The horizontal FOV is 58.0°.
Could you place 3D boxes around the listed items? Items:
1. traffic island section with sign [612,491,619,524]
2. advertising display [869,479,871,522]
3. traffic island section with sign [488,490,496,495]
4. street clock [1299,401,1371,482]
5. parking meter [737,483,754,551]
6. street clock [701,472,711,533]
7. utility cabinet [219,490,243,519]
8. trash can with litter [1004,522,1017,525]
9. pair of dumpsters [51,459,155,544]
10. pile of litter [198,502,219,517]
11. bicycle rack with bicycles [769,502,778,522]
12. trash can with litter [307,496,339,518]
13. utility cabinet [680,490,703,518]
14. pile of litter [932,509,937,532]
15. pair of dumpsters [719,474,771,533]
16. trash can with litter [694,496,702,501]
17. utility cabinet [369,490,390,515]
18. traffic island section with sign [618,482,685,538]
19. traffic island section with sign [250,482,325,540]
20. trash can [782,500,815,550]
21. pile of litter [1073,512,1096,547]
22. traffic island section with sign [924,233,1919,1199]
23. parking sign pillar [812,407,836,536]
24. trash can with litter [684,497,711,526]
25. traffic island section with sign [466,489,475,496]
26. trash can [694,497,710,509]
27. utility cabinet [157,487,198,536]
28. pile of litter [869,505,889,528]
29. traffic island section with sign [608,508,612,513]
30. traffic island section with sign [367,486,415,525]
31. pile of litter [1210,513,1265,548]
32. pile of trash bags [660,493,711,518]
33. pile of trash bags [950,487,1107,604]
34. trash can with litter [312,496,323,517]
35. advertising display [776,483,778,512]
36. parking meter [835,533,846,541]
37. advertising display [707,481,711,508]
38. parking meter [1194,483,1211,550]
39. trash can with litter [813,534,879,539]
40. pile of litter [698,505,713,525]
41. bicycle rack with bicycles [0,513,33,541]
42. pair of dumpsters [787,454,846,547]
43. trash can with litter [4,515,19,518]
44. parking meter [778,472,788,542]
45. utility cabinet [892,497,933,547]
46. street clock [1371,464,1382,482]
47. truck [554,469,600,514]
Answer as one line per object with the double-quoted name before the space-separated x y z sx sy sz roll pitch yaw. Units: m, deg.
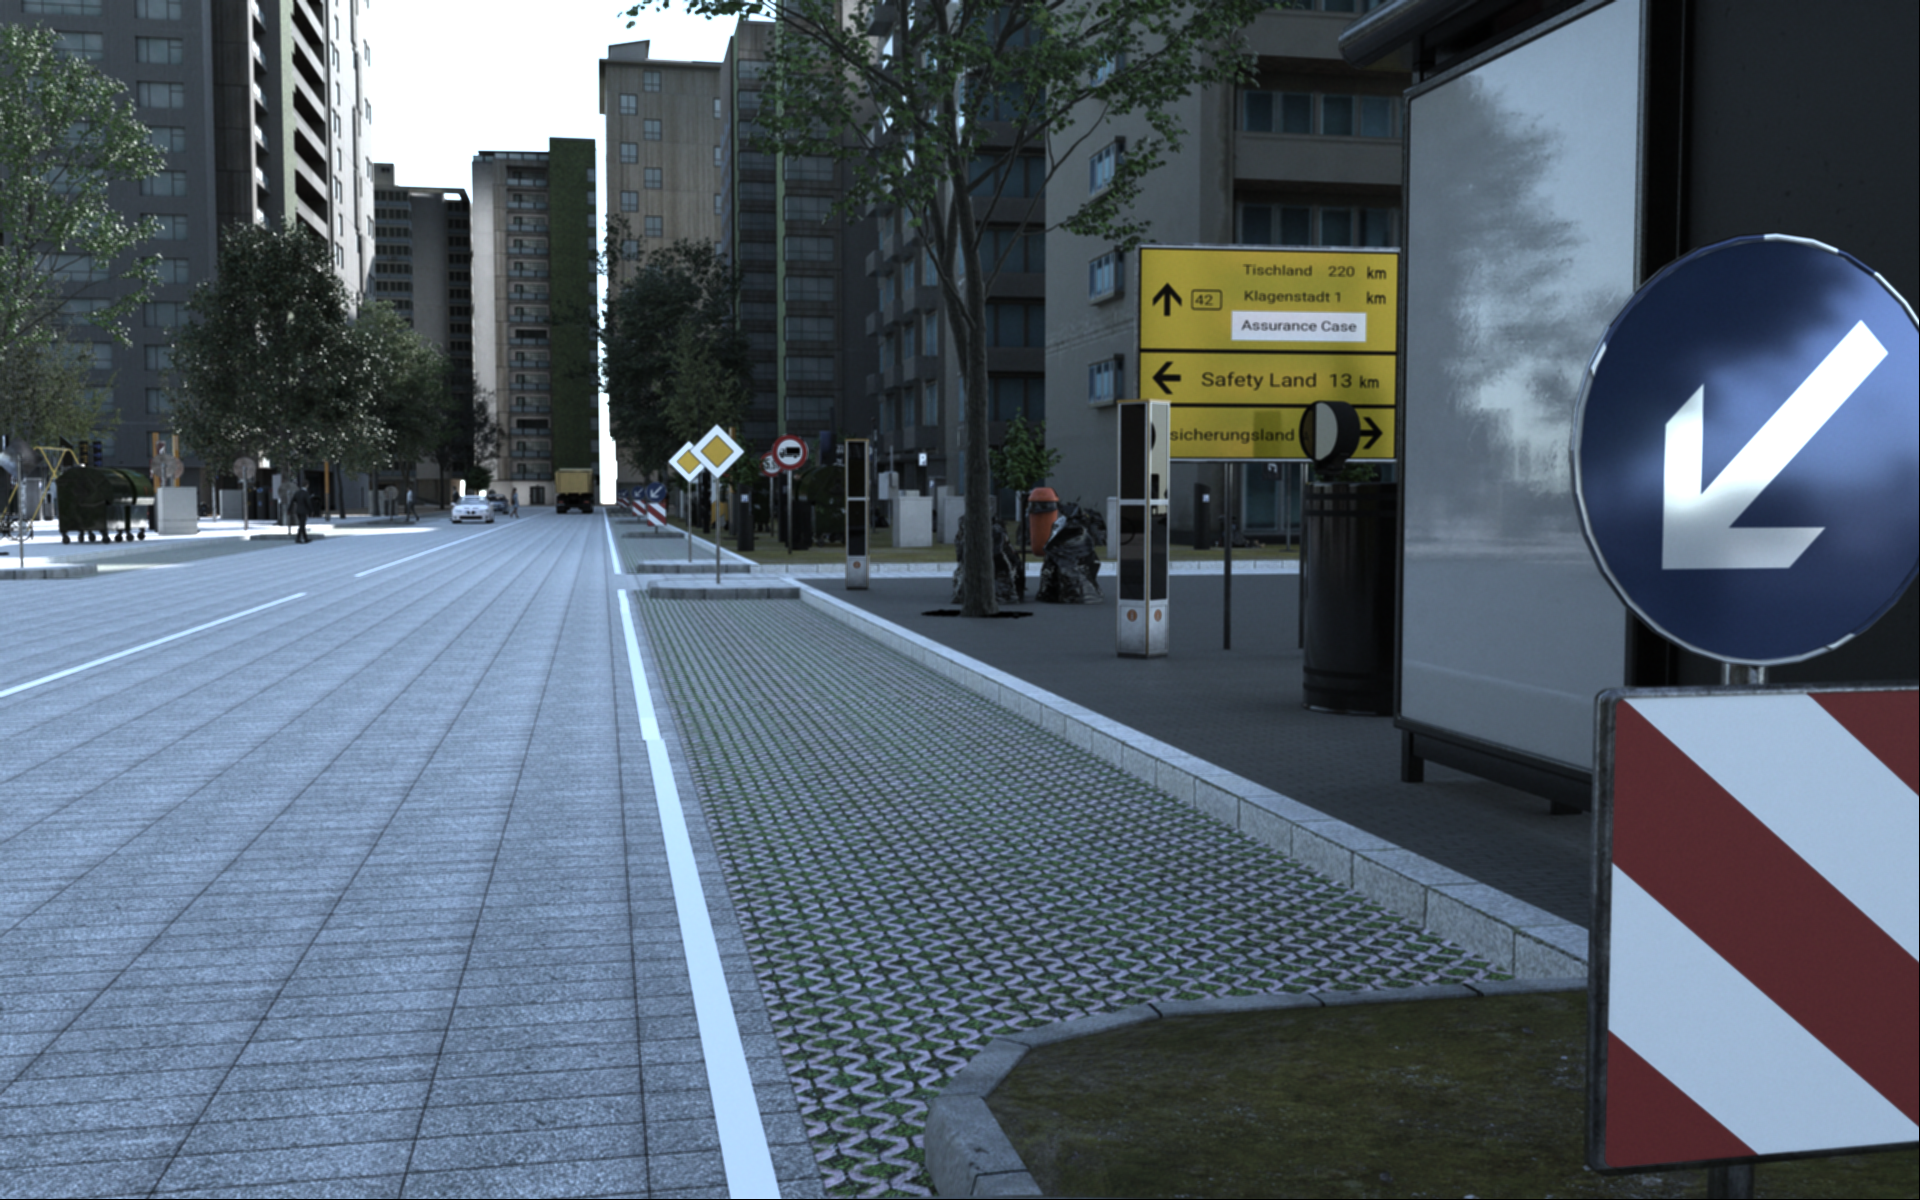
"traffic island section with sign" -15.560 -4.563 83.230 1.989 1.847 2.006 -1 4 -12
"advertising display" -3.862 -4.169 73.370 0.123 1.923 0.974 0 4 1
"traffic island section with sign" -42.481 -9.104 157.485 1.989 1.847 2.006 -1 4 -12
"street clock" 2.877 -0.548 13.531 0.358 2.002 0.471 -2 4 -28
"parking meter" -4.827 -1.870 38.984 0.372 1.533 0.369 0 3 0
"street clock" -8.258 -3.169 56.378 0.358 2.002 0.471 0 4 -1
"utility cabinet" -36.801 -4.826 87.585 0.318 1.500 1.173 3 5 43
"trash can with litter" 1.238 -3.705 71.634 2.233 1.210 1.678 1 4 9
"pair of dumpsters" -22.848 -2.675 46.231 1.574 2.255 4.437 -1 4 -12
"pile of litter" -41.786 -5.041 96.386 1.176 0.858 1.719 0 4 5
"bicycle rack with bicycles" -9.470 -4.125 80.832 2.925 0.926 2.852 -1 4 -22
"trash can with litter" -34.728 -5.036 93.403 2.233 1.210 1.678 -1 4 -10
"utility cabinet" -14.034 -5.003 90.473 1.173 1.500 0.318 -3 4 -38
"pile of litter" -0.777 -2.747 58.883 1.176 0.858 1.719 -1 4 -13
"pair of dumpsters" -7.329 -3.481 59.415 1.574 2.255 4.437 -1 4 -12
"trash can with litter" -12.400 -4.523 85.014 2.233 1.210 1.678 0 4 -5
"utility cabinet" -34.350 -5.738 102.493 1.173 1.500 0.318 0 4 -3
"traffic island section with sign" -10.093 -2.948 56.833 1.989 1.847 2.006 -1 4 -12
"traffic island section with sign" -21.099 -2.801 54.420 1.989 1.847 2.006 -1 4 -12
"trash can" -3.694 -1.708 39.578 0.748 1.137 0.748 0 3 0
"pile of litter" 2.613 -1.635 40.697 1.176 0.858 1.719 2 4 32
"traffic island section with sign" 0.984 0.319 3.406 1.989 1.847 2.006 -1 4 -12
"parking sign pillar" -4.013 -3.946 52.989 1.447 3.967 1.447 0 4 -7
"trash can with litter" -10.438 -3.519 68.919 1.055 1.170 0.624 1 4 12
"traffic island section with sign" -36.932 -7.474 130.825 1.989 1.847 2.006 -1 4 -12
"trash can" -11.538 -4.027 77.489 0.748 1.137 0.748 0 3 0
"utility cabinet" -24.032 -2.722 53.176 0.318 1.500 1.173 2 4 30
"pile of litter" -3.433 -3.196 66.215 1.719 0.858 1.176 -2 4 -27
"traffic island section with sign" -25.721 -7.561 132.247 1.989 1.847 2.006 -1 4 -12
"traffic island section with sign" -26.670 -4.444 81.281 1.989 1.847 2.006 -1 4 -12
"pile of litter" 6.690 -1.708 41.889 1.176 0.858 1.719 -1 4 -12
"pile of trash bags" -15.435 -5.333 96.945 3.447 1.369 1.912 2 4 27
"pile of trash bags" 0.910 -0.734 21.747 1.912 1.369 3.447 0 4 7
"trash can with litter" -35.772 -5.189 96.225 0.624 1.170 1.055 0 4 -6
"advertising display" -10.198 -5.838 100.658 0.974 1.923 0.123 0 4 -1
"parking meter" -3.256 -2.568 47.701 0.399 1.863 0.255 2 4 24
"advertising display" -12.176 -4.986 86.732 0.974 1.923 0.123 -1 4 -22
"parking meter" 5.597 -1.934 40.028 0.372 1.533 0.369 0 3 0
"trash can with litter" -3.498 -2.379 49.957 2.233 1.210 1.678 0 4 3
"pile of litter" -10.370 -3.486 70.966 1.176 0.858 1.719 3 5 39
"bicycle rack with bicycles" -26.574 -2.064 47.126 2.925 0.926 2.852 0 4 6
"pair of dumpsters" -3.367 -2.526 43.801 1.574 2.255 4.437 -1 4 -12
"trash can with litter" -51.019 -5.105 94.525 2.233 1.210 1.678 -2 4 -34
"parking meter" -4.649 -2.480 46.256 0.399 1.863 0.255 -1 4 -16
"utility cabinet" -1.157 -1.885 41.979 1.020 1.237 0.306 -3 4 -38
"street clock" 9.996 -2.281 41.860 0.358 2.002 0.471 0 4 -6
"truck" -29.007 -8.243 130.696 3.469 3.379 9.791 -1 4 -10
